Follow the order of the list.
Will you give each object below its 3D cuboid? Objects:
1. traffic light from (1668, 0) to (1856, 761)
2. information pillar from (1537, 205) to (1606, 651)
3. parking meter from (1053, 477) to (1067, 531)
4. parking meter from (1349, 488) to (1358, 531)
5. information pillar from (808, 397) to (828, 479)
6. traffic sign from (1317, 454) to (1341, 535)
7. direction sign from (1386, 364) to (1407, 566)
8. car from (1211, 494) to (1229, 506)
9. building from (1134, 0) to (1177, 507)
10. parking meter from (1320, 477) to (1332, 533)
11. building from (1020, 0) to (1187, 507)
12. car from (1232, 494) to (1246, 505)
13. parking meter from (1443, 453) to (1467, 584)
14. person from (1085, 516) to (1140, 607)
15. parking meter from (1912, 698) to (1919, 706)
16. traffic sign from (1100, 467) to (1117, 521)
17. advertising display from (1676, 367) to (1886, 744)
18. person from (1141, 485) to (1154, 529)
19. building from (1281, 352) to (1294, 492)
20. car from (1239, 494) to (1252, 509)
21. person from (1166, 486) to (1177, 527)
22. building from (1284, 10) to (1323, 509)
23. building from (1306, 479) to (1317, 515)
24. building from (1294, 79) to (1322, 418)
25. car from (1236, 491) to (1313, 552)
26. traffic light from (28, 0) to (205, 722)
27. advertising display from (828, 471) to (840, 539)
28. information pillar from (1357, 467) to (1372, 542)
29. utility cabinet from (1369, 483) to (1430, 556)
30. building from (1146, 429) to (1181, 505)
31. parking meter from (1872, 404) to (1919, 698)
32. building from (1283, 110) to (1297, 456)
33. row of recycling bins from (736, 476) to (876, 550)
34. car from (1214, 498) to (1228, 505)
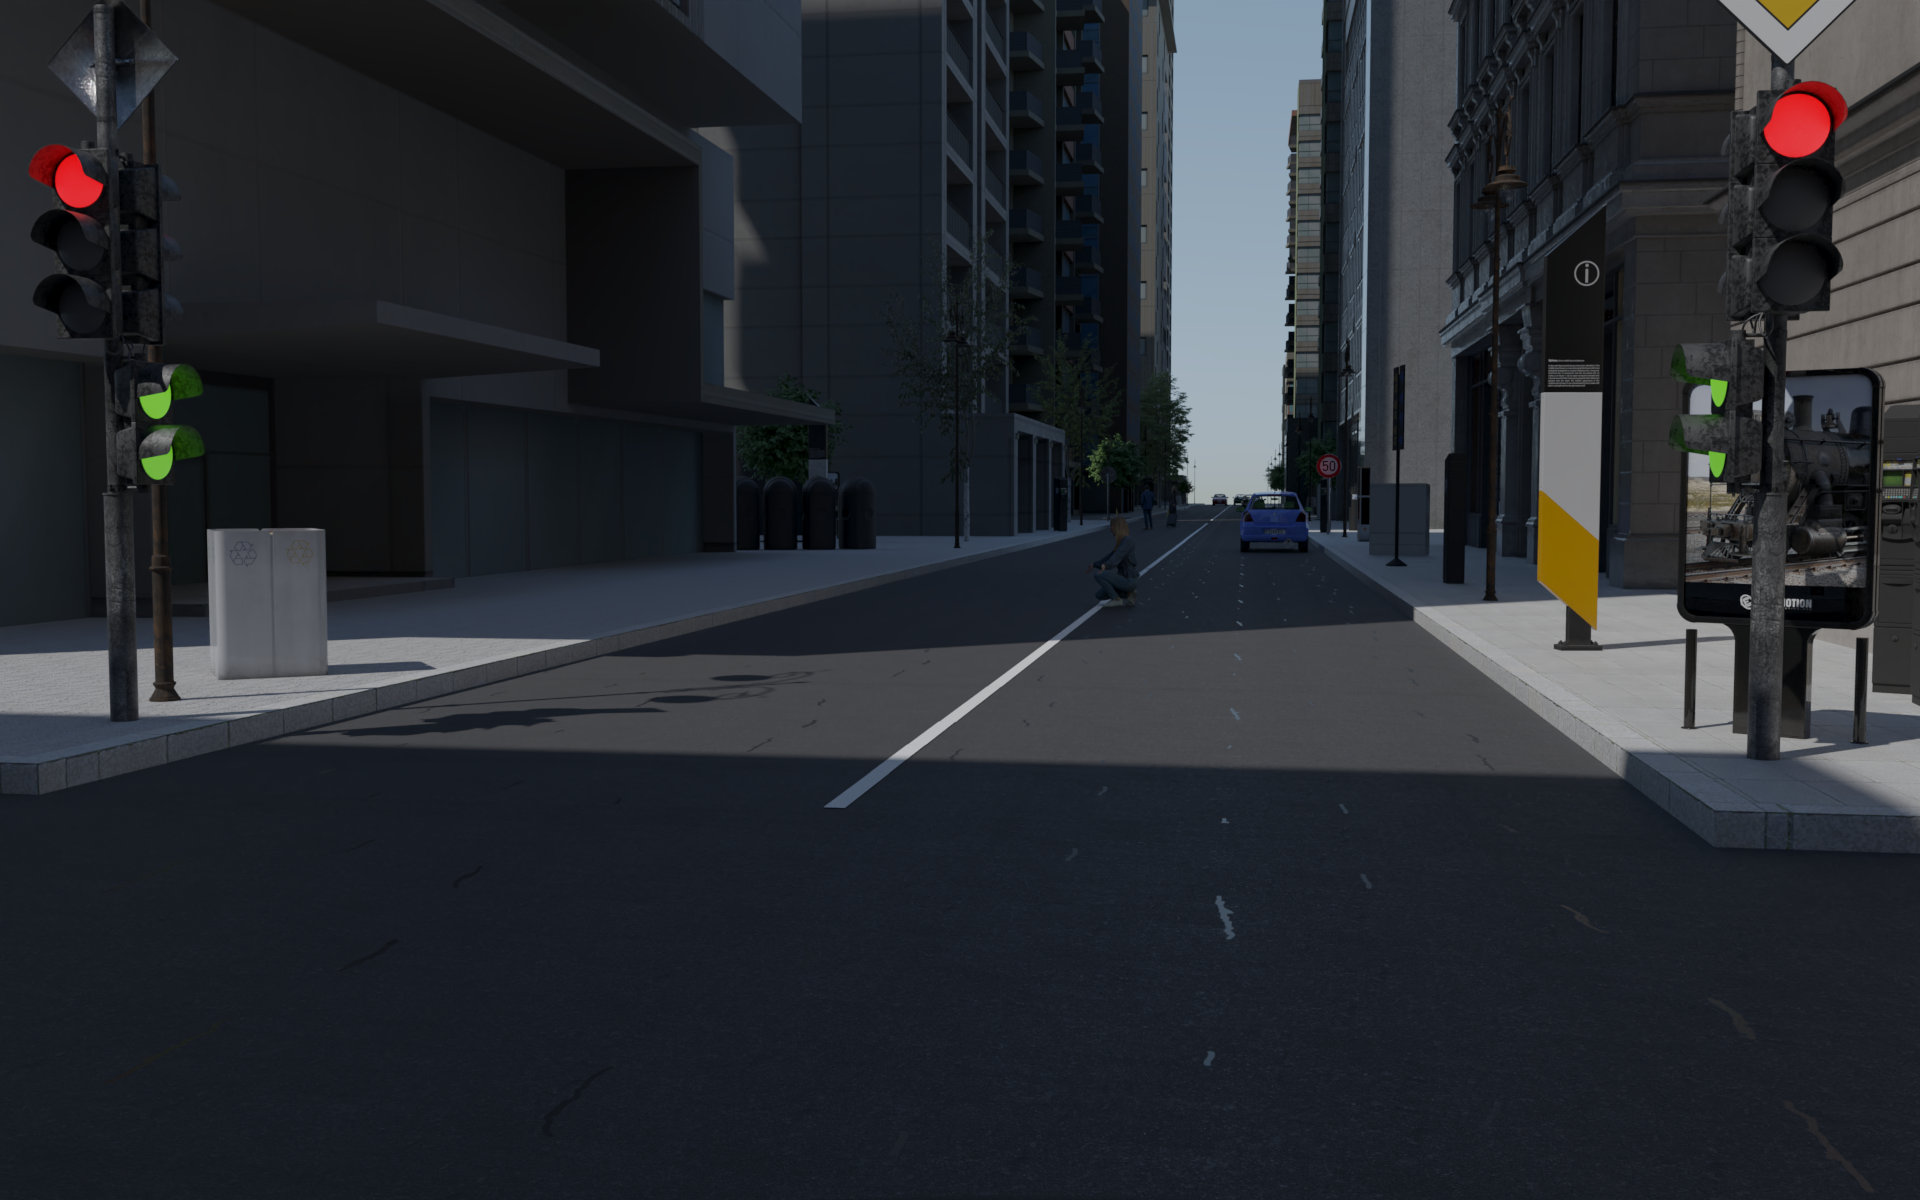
[{"bbox_3d":[3.880,-1.185,8.292,0.839,4.253,0.868,1,4,9],"label":"traffic light"},{"bbox_3d":[5.002,-1.394,14.140,0.504,3.616,0.183,0,4,1],"label":"information pillar"},{"bbox_3d":[3.489,-3.354,60.542,0.399,1.863,0.255,2,4,25],"label":"parking meter"},{"bbox_3d":[13.825,-3.198,60.693,0.372,1.533,0.369,0,3,0],"label":"parking meter"},{"bbox_3d":[-3.422,-3.076,41.640,0.504,3.616,0.183,1,4,23],"label":"information pillar"},{"bbox_3d":[11.680,-3.350,54.879,0.768,2.556,0.104,1,4,15],"label":"traffic sign"},{"bbox_3d":[7.778,-2.371,30.762,0.379,3.537,0.876,0,4,3],"label":"direction sign"},{"bbox_3d":[31.806,-12.418,212.070,2.155,1.783,4.494,1,4,9],"label":"car"},{"bbox_3d":[7.803,-36.294,182.637,28.713,52.752,27.495,1,4,9],"label":"building"},{"bbox_3d":[12.183,-3.180,57.706,0.255,1.863,0.399,2,4,35],"label":"parking meter"},{"bbox_3d":[19.861,-48.381,229.287,20.563,71.187,20.611,1,4,9],"label":"building"},{"bbox_3d":[35.709,-12.747,220.203,2.131,1.459,4.920,1,4,10],"label":"car"},{"bbox_3d":[7.104,-1.172,24.877,0.255,1.863,0.399,0,4,6],"label":"parking meter"},{"bbox_3d":[1.925,-0.494,22.075,0.738,1.151,1.012,1,4,8],"label":"person"},{"bbox_3d":[5.959,-0.289,10.439,0.399,1.863,0.255,1,4,17],"label":"parking meter"},{"bbox_3d":[6.944,-4.958,81.162,0.768,2.556,0.104,1,4,15],"label":"traffic sign"},{"bbox_3d":[4.308,-0.240,9.143,0.974,1.923,0.123,3,5,41],"label":"advertising display"},{"bbox_3d":[7.618,-3.766,70.257,0.721,1.800,0.419,-2,4,-31],"label":"person"},{"bbox_3d":[55.736,-23.116,222.991,27.650,21.520,28.899,1,4,9],"label":"building"},{"bbox_3d":[23.370,-7.726,138.125,2.131,1.459,4.920,1,4,9],"label":"car"},{"bbox_3d":[9.315,-4.129,76.221,0.699,1.804,1.509,1,4,20],"label":"person"},{"bbox_3d":[37.839,-50.430,137.201,22.319,86.520,31.000,1,4,9],"label":"building"},{"bbox_3d":[39.000,-25.610,110.608,32.217,40.220,23.993,1,4,9],"label":"building"},{"bbox_3d":[40.624,-29.954,173.334,14.154,41.232,14.086,1,4,9],"label":"building"},{"bbox_3d":[7.983,-2.104,43.993,1.945,1.707,3.694,1,4,10],"label":"car"},{"bbox_3d":[-4.718,-1.270,9.691,0.839,4.253,0.868,1,4,9],"label":"traffic light"},{"bbox_3d":[-3.902,-2.713,49.574,0.974,1.923,0.123,1,4,16],"label":"advertising display"},{"bbox_3d":[10.906,-2.583,46.727,0.304,2.012,0.304,0,4,1],"label":"information pillar"},{"bbox_3d":[9.077,-1.656,35.756,1.173,1.500,0.318,2,4,30],"label":"utility cabinet"},{"bbox_3d":[10.353,-31.606,208.642,32.217,40.220,23.993,1,4,9],"label":"building"},{"bbox_3d":[6.086,-0.335,11.182,0.255,1.863,0.399,3,4,38],"label":"parking meter"},{"bbox_3d":[47.713,-32.976,193.786,22.147,44.769,28.867,1,4,9],"label":"building"},{"bbox_3d":[-3.687,-2.017,40.089,3.534,1.692,1.069,-1,4,-14],"label":"row of recycling bins"},{"bbox_3d":[33.355,-12.849,221.871,2.131,1.459,4.920,1,4,9],"label":"car"}]
